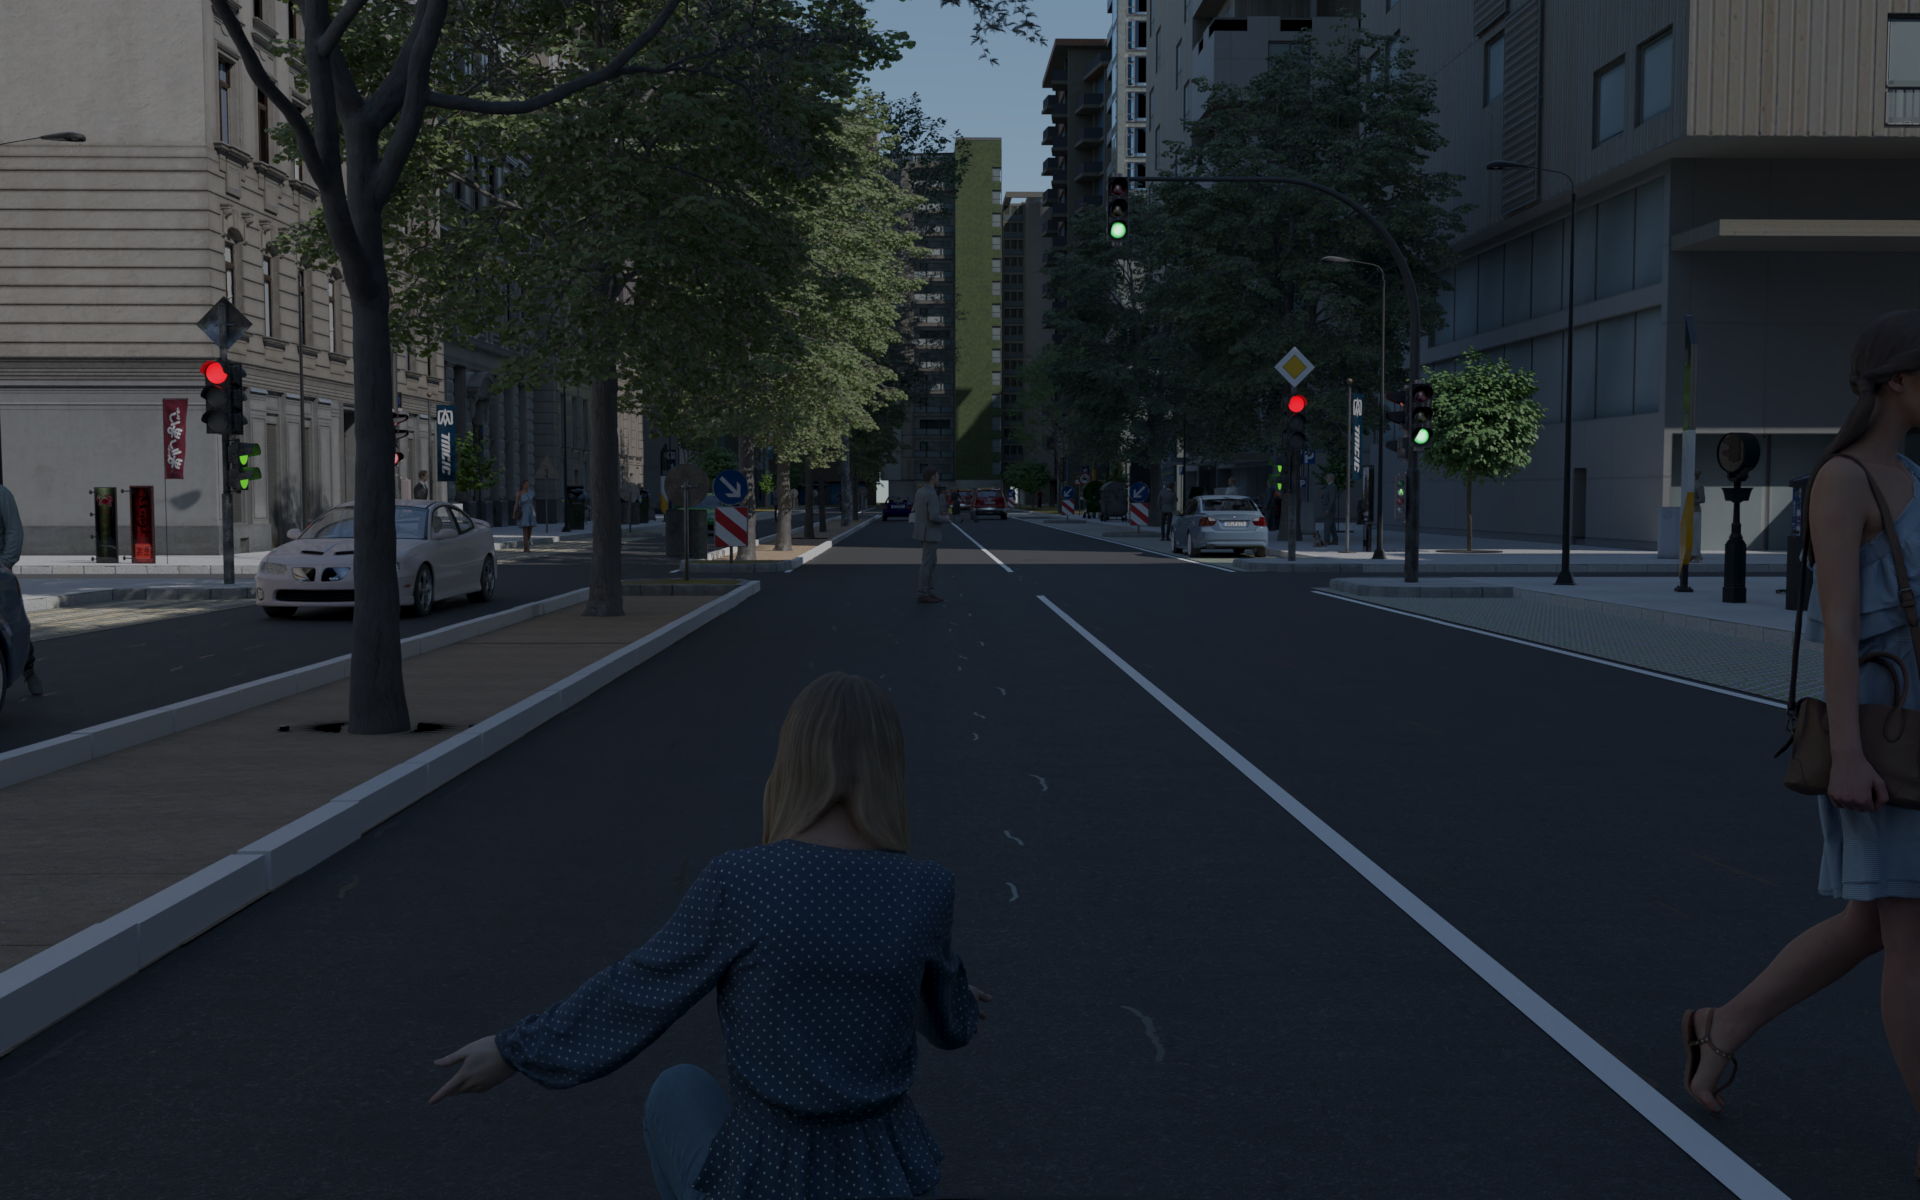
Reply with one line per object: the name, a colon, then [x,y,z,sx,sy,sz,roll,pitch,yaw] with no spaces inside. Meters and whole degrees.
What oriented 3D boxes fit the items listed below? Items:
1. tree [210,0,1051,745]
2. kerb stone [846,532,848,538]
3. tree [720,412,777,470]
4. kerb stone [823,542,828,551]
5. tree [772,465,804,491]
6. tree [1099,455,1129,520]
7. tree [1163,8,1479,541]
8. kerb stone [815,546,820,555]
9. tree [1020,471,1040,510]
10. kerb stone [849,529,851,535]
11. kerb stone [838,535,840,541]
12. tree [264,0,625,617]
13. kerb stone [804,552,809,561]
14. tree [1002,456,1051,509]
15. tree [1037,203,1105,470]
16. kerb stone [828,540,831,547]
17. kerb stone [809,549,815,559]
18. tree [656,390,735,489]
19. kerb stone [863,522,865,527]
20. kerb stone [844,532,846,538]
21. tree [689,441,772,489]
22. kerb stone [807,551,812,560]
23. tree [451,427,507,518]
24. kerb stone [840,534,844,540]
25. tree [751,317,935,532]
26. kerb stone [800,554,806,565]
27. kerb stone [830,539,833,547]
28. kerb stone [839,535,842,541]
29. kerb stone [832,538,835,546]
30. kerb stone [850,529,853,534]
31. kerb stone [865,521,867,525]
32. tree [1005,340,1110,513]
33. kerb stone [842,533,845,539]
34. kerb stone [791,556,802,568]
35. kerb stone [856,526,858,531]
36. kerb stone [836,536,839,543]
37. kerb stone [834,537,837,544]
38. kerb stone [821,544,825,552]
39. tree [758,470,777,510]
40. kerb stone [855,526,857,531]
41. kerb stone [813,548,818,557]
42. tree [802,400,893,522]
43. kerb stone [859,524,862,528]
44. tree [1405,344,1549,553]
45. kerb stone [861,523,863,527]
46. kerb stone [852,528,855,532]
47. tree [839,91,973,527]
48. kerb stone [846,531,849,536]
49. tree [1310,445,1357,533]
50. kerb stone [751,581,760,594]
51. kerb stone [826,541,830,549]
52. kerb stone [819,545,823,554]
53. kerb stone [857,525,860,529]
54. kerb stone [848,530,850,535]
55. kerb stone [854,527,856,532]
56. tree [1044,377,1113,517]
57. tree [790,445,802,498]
tree: [-3.458,-5.935,9.860,12.009,13.543,11.850,0,3,0]
kerb stone: [-3.758,-2.039,55.532,0.120,0.150,1.000,0,4,-1]
tree: [-14.957,-10.436,120.995,4.360,8.622,3.978,0,3,0]
kerb stone: [-3.453,-1.285,43.202,0.120,0.150,1.000,0,4,-1]
tree: [-16.682,-11.228,167.292,4.285,4.588,4.351,0,3,0]
tree: [7.670,-5.538,85.154,1.663,3.219,1.824,0,3,0]
tree: [9.015,-8.595,47.181,9.857,13.997,8.962,0,3,0]
kerb stone: [-3.380,-1.093,40.136,0.120,0.150,1.000,0,4,-1]
tree: [5.745,-8.984,141.483,1.663,3.219,1.824,0,3,0]
kerb stone: [-3.842,-2.227,58.609,0.120,0.150,1.000,0,4,-1]
kerb stone: [-3.639,-1.725,50.400,0.120,0.150,1.000,0,4,-1]
tree: [-4.265,-6.100,20.316,7.486,12.596,7.792,0,3,0]
kerb stone: [-3.287,-0.846,36.034,0.120,0.150,1.000,0,4,-1]
tree: [5.440,-10.467,154.843,4.285,4.588,4.351,0,3,0]
tree: [7.659,-9.869,68.016,9.857,13.997,8.962,0,3,0]
kerb stone: [-3.512,-1.411,45.267,0.120,0.150,1.000,0,4,-1]
kerb stone: [-3.327,-0.972,38.081,0.120,0.150,1.000,0,4,-1]
tree: [-13.951,-8.540,89.987,4.737,8.622,4.395,0,3,0]
kerb stone: [-4.189,-3.103,72.931,0.120,0.150,1.000,0,4,-1]
kerb stone: [-3.738,-1.976,54.506,0.120,0.150,1.000,0,4,-1]
tree: [-14.342,-7.275,102.656,4.285,4.588,4.351,0,3,0]
kerb stone: [-3.308,-0.909,37.056,0.120,0.150,1.000,0,4,-1]
tree: [-13.795,-3.294,48.460,1.663,3.219,1.824,0,3,0]
kerb stone: [-3.685,-1.850,52.451,0.120,0.150,1.000,0,4,-1]
tree: [-5.125,-7.839,65.030,8.767,10.594,7.601,0,4,-1]
kerb stone: [-3.255,-0.783,35.003,0.120,0.150,1.000,0,4,-1]
kerb stone: [-3.534,-1.474,46.293,0.120,0.150,1.000,0,4,-1]
kerb stone: [-3.664,-1.788,51.429,0.120,0.150,1.000,0,4,-1]
kerb stone: [-3.561,-1.537,47.321,0.120,0.150,1.000,0,4,-1]
kerb stone: [-3.864,-2.290,59.633,0.120,0.150,1.000,0,4,-1]
kerb stone: [-4.266,-3.291,76.006,0.120,0.150,1.000,0,4,-1]
tree: [6.840,-11.625,115.822,9.928,11.665,9.643,0,3,0]
kerb stone: [-3.712,-1.913,53.477,0.120,0.150,1.000,0,4,-1]
kerb stone: [-3.234,-0.721,33.978,0.120,0.150,1.000,0,4,-1]
kerb stone: [-3.985,-2.594,64.743,0.120,0.150,1.000,0,4,-1]
kerb stone: [-3.604,-1.662,49.378,0.120,0.150,1.000,0,4,-1]
kerb stone: [-3.585,-1.600,48.350,0.120,0.150,1.000,0,4,-1]
kerb stone: [-3.432,-1.221,42.180,0.120,0.150,1.000,0,4,-1]
tree: [-15.642,-8.972,141.291,1.663,3.219,1.824,0,3,0]
kerb stone: [-3.958,-2.540,63.721,0.120,0.150,1.000,0,4,-1]
kerb stone: [-3.361,-1.035,39.112,0.120,0.150,1.000,0,4,-1]
tree: [-5.394,-8.162,86.269,4.737,8.622,4.395,0,3,0]
kerb stone: [-4.088,-2.853,68.839,0.120,0.150,1.000,0,4,-1]
tree: [11.327,-3.331,38.177,4.285,4.588,4.351,0,3,0]
kerb stone: [-4.141,-2.978,70.887,0.120,0.150,1.000,0,4,-1]
kerb stone: [-3.915,-2.410,61.677,0.120,0.150,1.000,0,4,-1]
tree: [-6.265,-13.335,76.371,12.611,20.169,13.585,0,3,0]
kerb stone: [-3.788,-2.096,56.555,0.120,0.150,1.000,0,4,-1]
tree: [12.545,-3.876,57.978,1.663,3.219,1.824,0,3,0]
kerb stone: [-3.010,-0.179,25.167,0.120,0.150,1.000,0,4,-1]
kerb stone: [-3.481,-1.348,44.229,0.120,0.150,1.000,0,4,-1]
kerb stone: [-3.408,-1.160,41.158,0.120,0.150,1.000,0,4,-1]
kerb stone: [-4.037,-2.725,66.790,0.120,0.150,1.000,0,4,-1]
kerb stone: [-3.805,-2.164,57.584,0.120,0.150,1.000,0,4,-1]
kerb stone: [-3.940,-2.477,62.699,0.120,0.150,1.000,0,4,-1]
tree: [7.110,-8.912,96.075,4.360,8.622,3.978,0,3,0]
tree: [-16.732,-13.815,176.244,4.737,8.622,4.395,0,3,0]
